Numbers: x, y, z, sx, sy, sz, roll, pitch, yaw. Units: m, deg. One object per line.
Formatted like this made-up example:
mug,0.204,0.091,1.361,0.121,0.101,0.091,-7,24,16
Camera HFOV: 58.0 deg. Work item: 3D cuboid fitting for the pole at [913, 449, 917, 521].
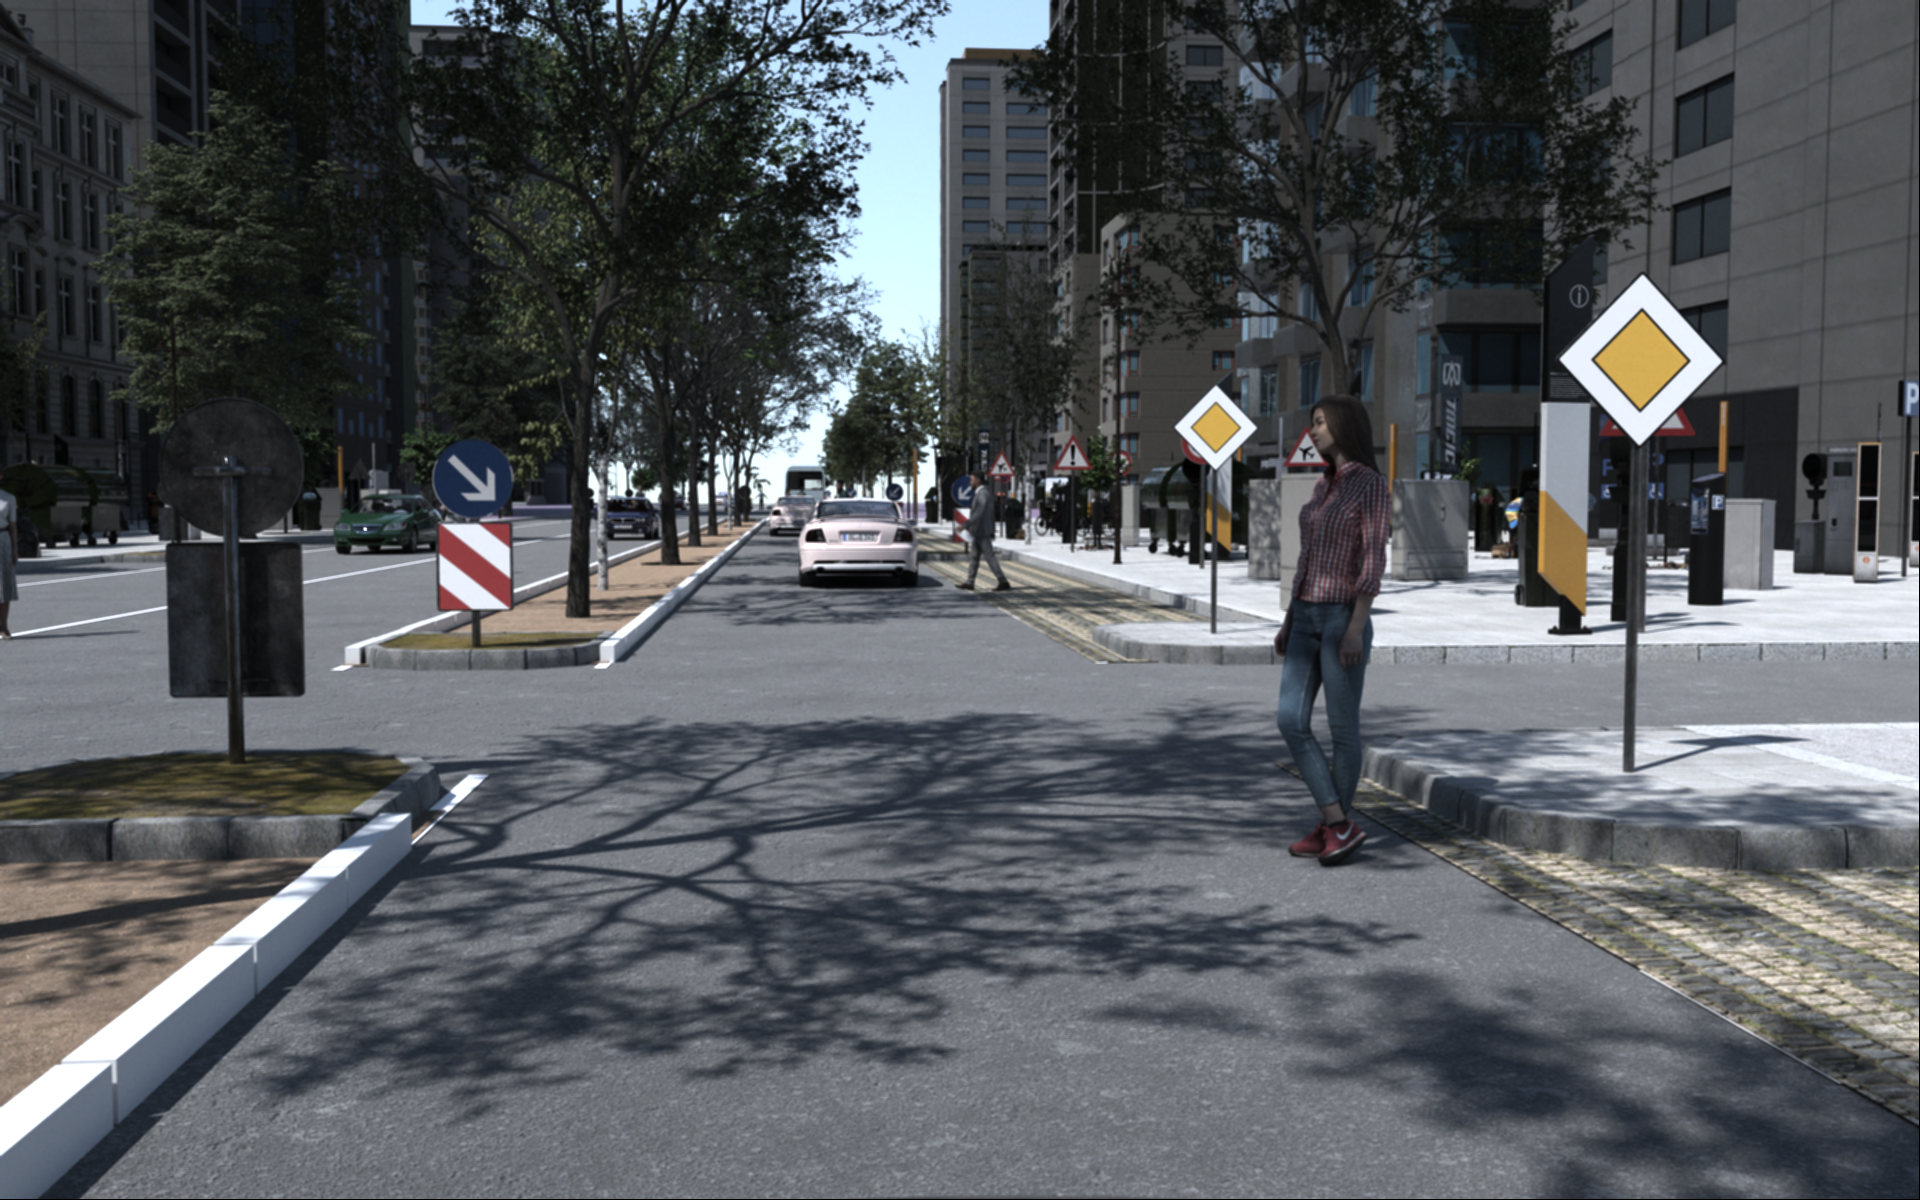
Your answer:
pole,-2.018,-5.154,78.112,0.158,3.312,0.155,0,3,0

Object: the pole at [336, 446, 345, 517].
pole,-26.379,-4.893,73.849,0.158,3.312,0.155,0,3,0

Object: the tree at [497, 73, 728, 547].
tree,-7.230,-8.182,46.602,12.009,13.543,11.850,0,3,0

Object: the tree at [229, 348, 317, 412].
tree,-33.912,-8.236,85.019,4.737,8.622,4.395,0,3,0

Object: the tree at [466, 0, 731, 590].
tree,-5.347,-4.452,25.615,4.737,8.622,4.395,0,3,0

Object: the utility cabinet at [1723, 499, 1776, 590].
utility cabinet,10.522,-0.756,23.524,0.306,1.237,1.020,-2,4,-30

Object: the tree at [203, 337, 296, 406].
tree,-31.076,-7.673,75.823,4.360,8.622,3.978,0,3,0

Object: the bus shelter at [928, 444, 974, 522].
bus shelter,-0.428,-5.601,82.864,1.731,3.624,6.357,0,4,-6

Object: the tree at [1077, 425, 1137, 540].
tree,3.874,-3.319,48.869,1.663,3.219,1.824,0,3,0

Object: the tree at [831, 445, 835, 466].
tree,-12.410,-14.924,194.373,4.737,8.622,4.395,0,3,0

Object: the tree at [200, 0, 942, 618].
tree,-4.408,-5.045,19.359,8.767,10.594,7.601,0,4,-5

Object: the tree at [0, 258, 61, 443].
tree,-29.903,-6.262,52.752,4.737,8.622,4.395,0,3,0

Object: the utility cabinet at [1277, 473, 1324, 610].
utility cabinet,3.795,-0.602,18.514,0.318,1.500,1.173,-1,4,-11

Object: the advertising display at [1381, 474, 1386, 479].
advertising display,13.573,-3.111,56.073,0.123,1.923,0.974,2,4,32

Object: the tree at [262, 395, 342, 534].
tree,-21.733,-4.409,55.795,4.285,4.588,4.351,0,3,0

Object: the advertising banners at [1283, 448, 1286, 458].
advertising banners,12.194,-4.263,65.886,0.090,3.025,2.074,1,4,22

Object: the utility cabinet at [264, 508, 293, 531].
utility cabinet,-24.160,-3.063,61.246,1.020,1.237,0.306,-2,4,-27

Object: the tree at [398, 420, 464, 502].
tree,-23.402,-5.705,76.998,4.285,4.588,4.351,0,3,0

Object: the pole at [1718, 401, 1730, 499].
pole,16.834,-2.713,38.206,0.158,3.312,0.155,0,3,0

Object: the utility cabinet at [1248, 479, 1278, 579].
utility cabinet,4.923,-1.051,25.864,1.173,1.500,0.318,2,4,29

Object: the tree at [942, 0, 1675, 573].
tree,4.950,-5.351,21.903,8.767,10.594,7.601,-1,4,-14

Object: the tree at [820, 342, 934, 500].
tree,-5.518,-12.920,129.364,7.486,12.596,7.792,0,3,0

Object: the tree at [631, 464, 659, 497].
tree,-34.022,-12.411,186.634,4.285,4.588,4.351,0,3,0

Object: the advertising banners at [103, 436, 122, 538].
advertising banners,-25.091,-3.372,51.328,0.090,3.025,2.074,-1,4,-10

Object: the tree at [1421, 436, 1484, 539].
tree,14.271,-3.370,49.704,1.663,3.219,1.824,0,3,0

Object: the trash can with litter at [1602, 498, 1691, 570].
trash can with litter,12.050,-1.160,30.021,2.233,1.210,1.678,-1,4,-11

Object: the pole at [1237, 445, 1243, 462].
pole,10.509,-4.360,65.123,0.158,3.312,0.155,0,3,0

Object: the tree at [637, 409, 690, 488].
tree,-36.107,-17.958,211.733,7.486,12.596,7.792,0,3,0

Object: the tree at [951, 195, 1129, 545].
tree,1.933,-5.714,43.790,4.360,8.622,3.978,0,3,0

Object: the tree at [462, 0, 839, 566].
tree,-5.949,-6.507,34.609,9.928,11.665,9.643,0,3,0

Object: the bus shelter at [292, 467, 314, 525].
bus shelter,-26.089,-4.589,66.311,1.731,3.624,6.357,0,4,-5

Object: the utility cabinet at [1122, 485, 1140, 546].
utility cabinet,4.177,-2.068,42.488,0.318,1.500,1.173,1,4,13

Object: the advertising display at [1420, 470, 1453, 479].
advertising display,12.938,-2.558,47.032,0.974,1.923,0.123,-1,4,-20

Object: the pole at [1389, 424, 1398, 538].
pole,12.620,-3.463,50.460,0.158,3.312,0.155,0,3,0

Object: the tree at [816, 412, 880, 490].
tree,-15.595,-19.754,239.981,9.611,12.733,9.660,0,3,0

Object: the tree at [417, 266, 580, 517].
tree,-25.772,-11.709,98.101,9.857,13.997,8.962,0,3,0

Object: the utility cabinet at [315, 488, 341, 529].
utility cabinet,-23.102,-3.310,62.792,1.173,1.500,0.318,-3,5,-40

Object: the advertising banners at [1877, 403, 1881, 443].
advertising banners,17.311,-2.238,32.783,0.090,3.025,2.074,2,4,32

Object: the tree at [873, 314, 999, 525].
tree,-0.702,-7.375,70.940,4.737,8.622,4.395,0,3,0

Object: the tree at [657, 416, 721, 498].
tree,-38.815,-19.933,242.904,9.611,12.733,9.660,0,3,0

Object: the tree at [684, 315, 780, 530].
tree,-8.957,-6.999,67.257,4.360,8.622,3.978,0,3,0

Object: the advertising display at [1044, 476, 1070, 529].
advertising display,3.520,-3.518,62.733,0.974,1.923,0.123,2,4,25

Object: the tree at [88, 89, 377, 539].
tree,-20.276,-7.988,48.735,7.486,12.596,7.792,0,3,0

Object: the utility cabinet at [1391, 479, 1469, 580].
utility cabinet,7.005,-1.045,25.770,1.173,1.500,0.318,-1,4,-22

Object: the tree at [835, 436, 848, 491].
tree,-7.411,-12.065,147.626,4.737,8.622,4.395,0,3,0

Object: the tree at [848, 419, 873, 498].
tree,-6.331,-11.743,142.365,4.737,8.622,4.395,0,3,0

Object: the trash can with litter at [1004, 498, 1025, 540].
trash can with litter,1.680,-2.297,48.938,0.624,1.170,1.055,-2,4,-29

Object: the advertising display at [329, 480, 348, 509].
advertising display,-28.241,-4.480,78.467,0.974,1.923,0.123,-2,4,-31

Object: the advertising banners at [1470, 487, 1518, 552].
advertising banners,12.309,-2.560,38.039,2.074,3.025,0.090,2,4,25

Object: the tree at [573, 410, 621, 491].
tree,-30.038,-11.863,144.319,4.360,8.622,3.978,0,3,0

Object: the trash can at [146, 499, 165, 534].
trash can,-25.683,-2.682,55.511,0.748,1.137,0.748,0,3,0

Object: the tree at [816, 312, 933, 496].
tree,-8.834,-19.664,177.402,12.611,20.169,13.585,0,3,0

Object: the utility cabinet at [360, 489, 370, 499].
utility cabinet,-27.953,-4.504,82.321,1.173,1.500,0.318,2,4,24

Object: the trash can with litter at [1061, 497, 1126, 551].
trash can with litter,3.012,-1.781,40.177,1.678,1.210,2.233,1,4,15
